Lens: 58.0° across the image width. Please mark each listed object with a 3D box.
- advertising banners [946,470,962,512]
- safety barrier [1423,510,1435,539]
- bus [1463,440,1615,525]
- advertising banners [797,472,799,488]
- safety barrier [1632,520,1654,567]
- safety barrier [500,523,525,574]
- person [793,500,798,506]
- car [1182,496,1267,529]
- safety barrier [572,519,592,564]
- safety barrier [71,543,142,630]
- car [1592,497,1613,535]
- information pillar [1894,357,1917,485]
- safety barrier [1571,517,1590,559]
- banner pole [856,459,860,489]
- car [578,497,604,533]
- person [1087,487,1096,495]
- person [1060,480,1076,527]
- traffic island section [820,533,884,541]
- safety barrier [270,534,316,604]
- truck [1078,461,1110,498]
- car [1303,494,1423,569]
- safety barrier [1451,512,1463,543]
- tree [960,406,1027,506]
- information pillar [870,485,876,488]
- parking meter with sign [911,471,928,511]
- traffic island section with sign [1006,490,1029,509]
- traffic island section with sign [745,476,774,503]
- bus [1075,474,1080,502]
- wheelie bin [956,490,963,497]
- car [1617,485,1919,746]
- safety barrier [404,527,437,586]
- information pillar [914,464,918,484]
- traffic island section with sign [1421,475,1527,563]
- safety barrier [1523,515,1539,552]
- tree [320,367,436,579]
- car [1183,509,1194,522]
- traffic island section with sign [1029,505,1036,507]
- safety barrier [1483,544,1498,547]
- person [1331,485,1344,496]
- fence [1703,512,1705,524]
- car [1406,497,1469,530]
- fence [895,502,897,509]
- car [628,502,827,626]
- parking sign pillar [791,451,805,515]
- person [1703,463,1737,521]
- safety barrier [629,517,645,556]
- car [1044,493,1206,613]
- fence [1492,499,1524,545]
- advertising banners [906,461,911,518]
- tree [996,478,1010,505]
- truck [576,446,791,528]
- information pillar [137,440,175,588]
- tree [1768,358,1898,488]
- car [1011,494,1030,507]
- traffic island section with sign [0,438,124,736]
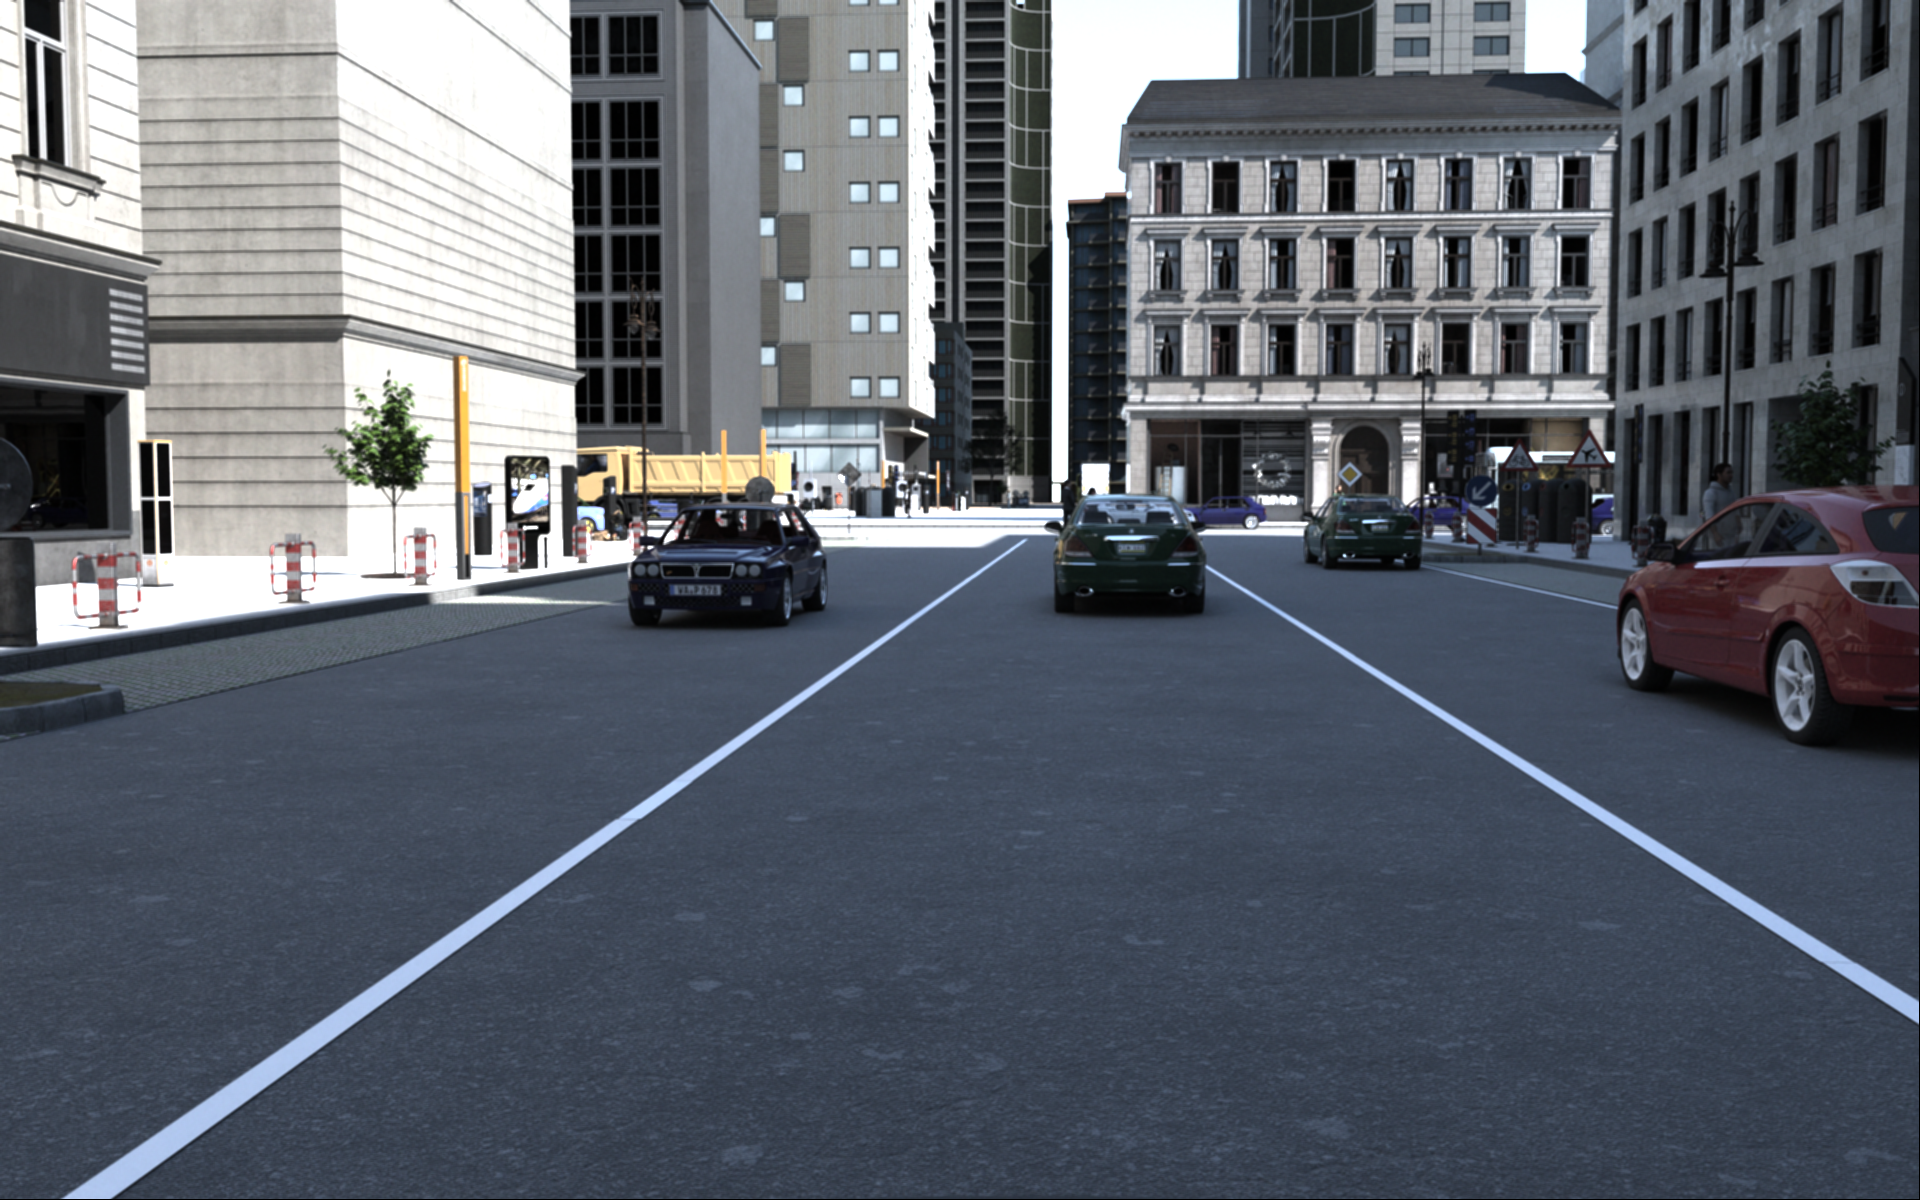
[{"bbox_3d":[-0.456,-7.987,126.768,0.090,3.025,2.074,-2,4,-33],"label":"advertising banners"},{"bbox_3d":[13.442,-2.163,49.643,0.300,0.817,1.120,0,4,4],"label":"safety barrier"},{"bbox_3d":[24.972,-4.239,64.165,13.247,3.499,2.948,0,4,6],"label":"bus"},{"bbox_3d":[-13.661,-8.582,136.495,2.074,3.025,0.090,1,4,15],"label":"advertising banners"},{"bbox_3d":[11.995,-0.988,30.423,0.300,0.817,1.120,0,4,4],"label":"safety barrier"},{"bbox_3d":[-7.228,-0.839,27.993,0.300,0.817,1.120,0,4,4],"label":"safety barrier"},{"bbox_3d":[-6.619,-3.380,68.772,0.382,1.210,0.505,-3,5,-41],"label":"person"},{"bbox_3d":[10.613,-3.581,71.130,3.894,1.354,1.945,0,4,6],"label":"car"},{"bbox_3d":[-6.940,-1.074,31.832,0.300,0.817,1.120,0,4,4],"label":"safety barrier"},{"bbox_3d":[-8.100,-0.134,16.462,0.300,0.817,1.120,0,4,4],"label":"safety barrier"},{"bbox_3d":[22.271,-2.687,56.515,3.894,1.354,1.945,0,4,5],"label":"car"},{"bbox_3d":[16.044,-2.329,29.434,0.183,3.616,0.504,0,4,2],"label":"information pillar"},{"bbox_3d":[12.281,-1.223,34.275,0.300,0.817,1.120,0,4,4],"label":"safety barrier"},{"bbox_3d":[-7.289,-8.214,124.317,0.401,3.779,0.863,-2,4,-24],"label":"banner pole"},{"bbox_3d":[-14.002,-3.155,61.180,3.694,1.707,1.945,0,4,6],"label":"car"},{"bbox_3d":[4.180,-2.671,53.648,0.593,1.643,0.415,-1,4,-14],"label":"person"},{"bbox_3d":[3.565,-2.952,56.134,0.648,1.900,0.474,3,5,41],"label":"person"},{"bbox_3d":[-3.509,-1.969,54.471,2.009,0.180,2.903,0,4,4],"label":"traffic island section"},{"bbox_3d":[-7.811,-0.369,20.307,0.300,0.817,1.120,0,4,4],"label":"safety barrier"},{"bbox_3d":[11.941,-10.093,153.926,2.839,4.237,11.283,0,4,4],"label":"truck"},{"bbox_3d":[7.969,-1.386,34.456,2.131,1.459,4.920,0,4,4],"label":"car"},{"bbox_3d":[13.151,-1.928,45.803,0.300,0.817,1.120,0,4,4],"label":"safety barrier"},{"bbox_3d":[3.398,-14.917,178.298,7.601,10.594,8.767,1,4,14],"label":"tree"},{"bbox_3d":[-6.702,-7.878,133.303,0.304,2.012,0.304,3,5,45],"label":"information pillar"},{"bbox_3d":[-3.392,-8.373,133.163,1.738,3.016,0.543,-1,4,-12],"label":"parking meter with sign"},{"bbox_3d":[5.546,-9.876,170.102,1.989,1.847,2.006,0,4,4],"label":"traffic island section with sign"},{"bbox_3d":[-4.429,-1.795,37.970,1.989,1.847,2.006,0,4,4],"label":"traffic island section with sign"},{"bbox_3d":[13.717,-11.828,184.927,2.896,3.916,12.252,0,4,4],"label":"bus"},{"bbox_3d":[-0.167,-7.673,133.357,0.693,1.594,0.980,1,4,18],"label":"wheelie bin"},{"bbox_3d":[5.733,-0.138,11.301,2.155,1.783,4.494,0,4,3],"label":"car"},{"bbox_3d":[-7.521,-0.604,24.146,0.300,0.817,1.120,0,4,4],"label":"safety barrier"},{"bbox_3d":[-3.460,-8.890,136.699,0.183,3.616,0.504,2,4,25],"label":"information pillar"},{"bbox_3d":[10.728,-1.710,36.580,1.989,1.847,2.006,0,4,4],"label":"traffic island section with sign"},{"bbox_3d":[12.571,-1.458,38.114,0.300,0.817,1.120,0,4,4],"label":"safety barrier"},{"bbox_3d":[-8.708,-1.963,26.690,1.663,3.219,1.824,0,3,0],"label":"tree"},{"bbox_3d":[6.981,-3.450,68.408,4.499,1.417,2.014,0,4,5],"label":"car"},{"bbox_3d":[7.610,-11.556,197.562,1.989,1.847,2.006,0,4,4],"label":"traffic island section with sign"},{"bbox_3d":[12.860,-1.693,41.953,0.300,0.817,1.120,0,4,4],"label":"safety barrier"},{"bbox_3d":[14.716,-3.583,67.328,0.600,1.795,0.529,-1,4,-10],"label":"person"},{"bbox_3d":[13.308,-1.097,29.141,0.480,1.192,2.264,-1,4,-21],"label":"fence"},{"bbox_3d":[18.653,-3.473,69.362,3.894,1.354,1.945,0,4,3],"label":"car"},{"bbox_3d":[-4.743,-6.902,128.228,2.069,0.683,0.278,-1,4,-11],"label":"fence"},{"bbox_3d":[-2.622,-0.457,20.059,1.945,1.354,3.894,0,4,4],"label":"car"},{"bbox_3d":[-10.379,-7.299,107.814,1.447,3.967,1.447,0,4,-7],"label":"parking sign pillar"},{"bbox_3d":[9.248,-0.751,20.930,0.875,1.805,0.789,-2,4,-30],"label":"person"},{"bbox_3d":[-6.652,-1.309,35.672,0.300,0.817,1.120,0,4,4],"label":"safety barrier"},{"bbox_3d":[2.143,-0.645,22.337,2.131,1.459,4.920,0,4,4],"label":"car"},{"bbox_3d":[13.926,-2.025,44.315,0.480,1.192,2.264,0,4,1],"label":"fence"},{"bbox_3d":[-2.754,-5.904,92.719,0.090,3.025,2.074,0,4,4],"label":"advertising banners"},{"bbox_3d":[5.062,-13.182,210.119,1.663,3.219,1.824,0,3,0],"label":"tree"},{"bbox_3d":[-11.945,-4.581,70.817,9.791,3.379,3.469,0,4,5],"label":"truck"},{"bbox_3d":[-11.060,-1.183,23.841,0.304,2.012,0.304,1,4,20],"label":"information pillar"},{"bbox_3d":[12.430,-1.839,24.662,1.663,3.219,1.824,0,3,0],"label":"tree"},{"bbox_3d":[6.547,-10.659,186.279,2.014,1.417,4.499,0,4,4],"label":"car"},{"bbox_3d":[-6.468,-0.136,10.851,1.989,1.847,2.006,0,4,4],"label":"traffic island section with sign"}]
